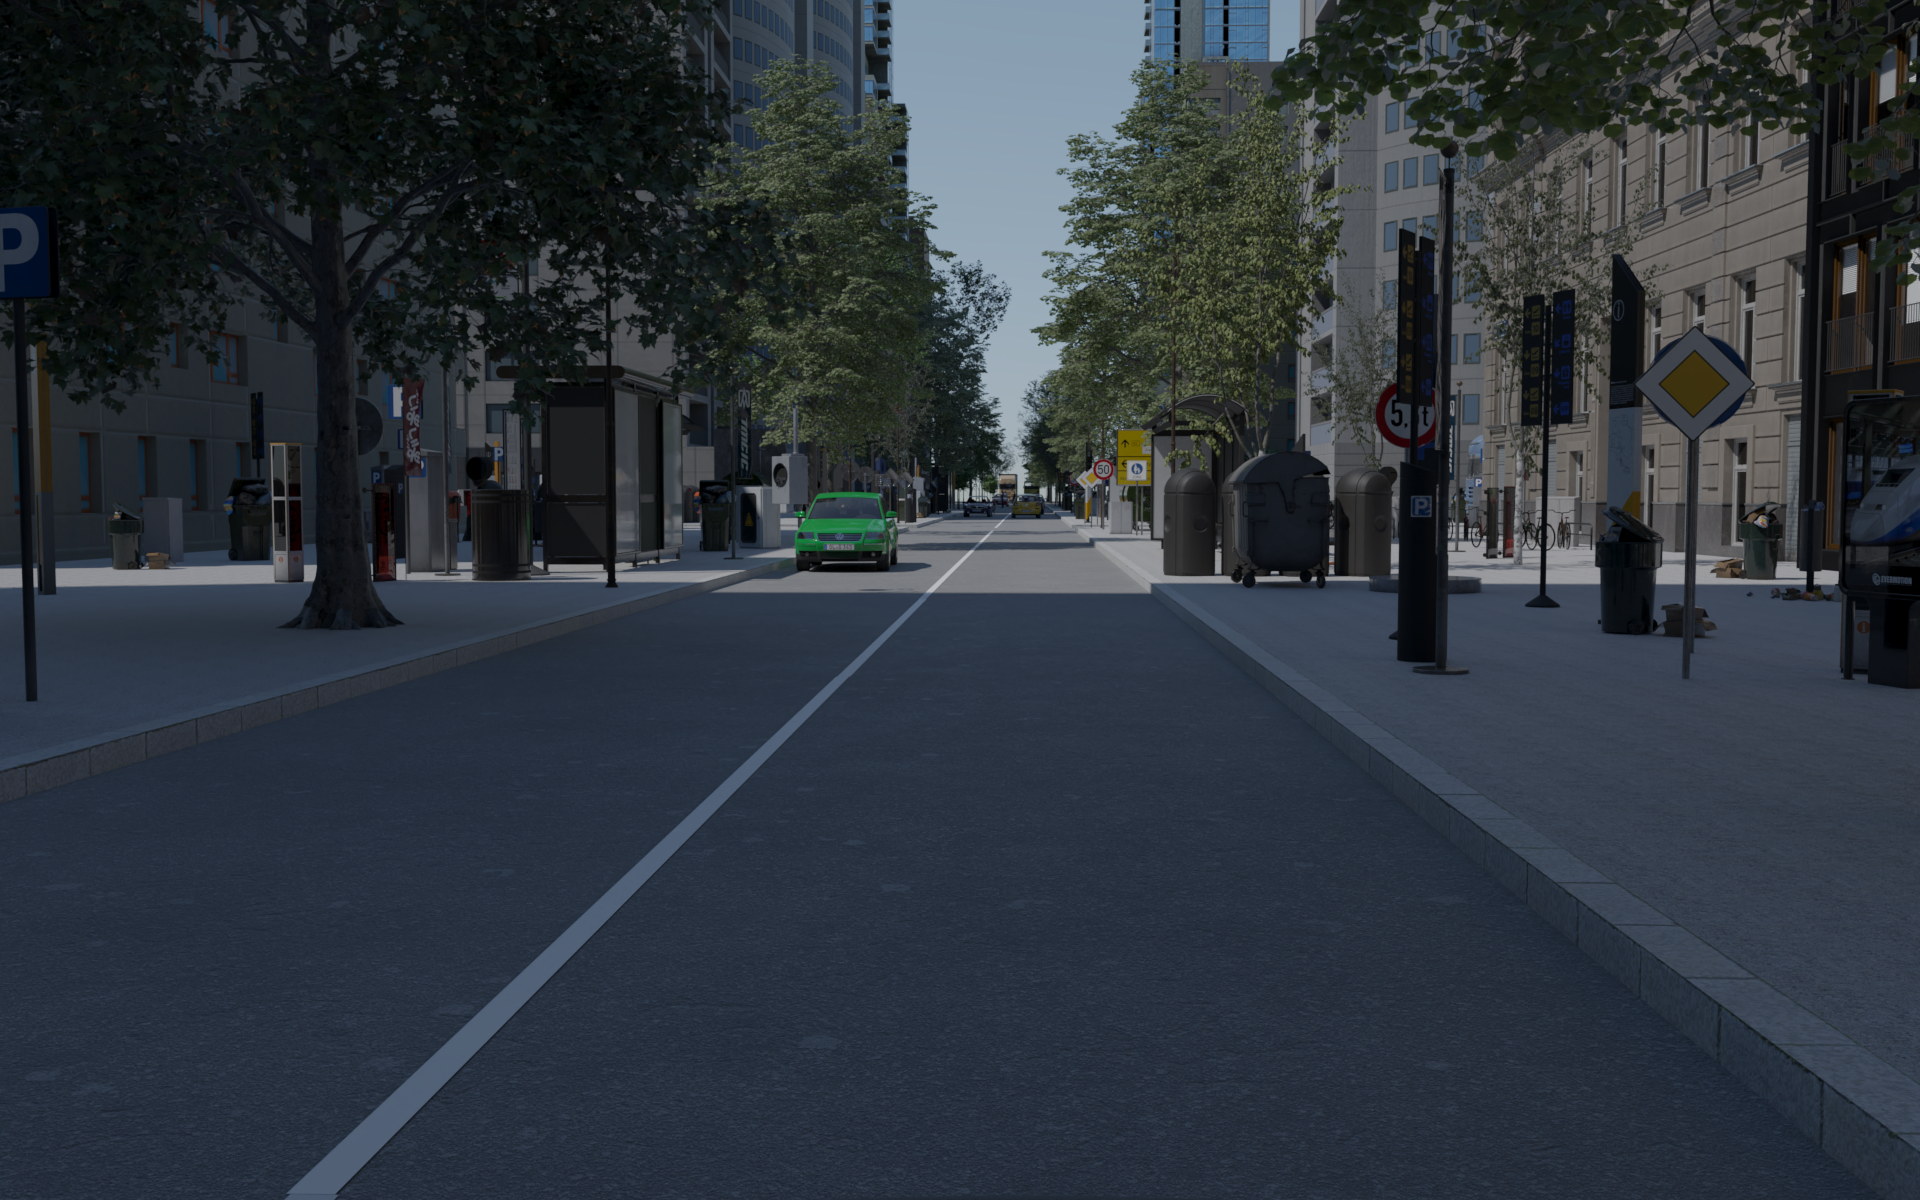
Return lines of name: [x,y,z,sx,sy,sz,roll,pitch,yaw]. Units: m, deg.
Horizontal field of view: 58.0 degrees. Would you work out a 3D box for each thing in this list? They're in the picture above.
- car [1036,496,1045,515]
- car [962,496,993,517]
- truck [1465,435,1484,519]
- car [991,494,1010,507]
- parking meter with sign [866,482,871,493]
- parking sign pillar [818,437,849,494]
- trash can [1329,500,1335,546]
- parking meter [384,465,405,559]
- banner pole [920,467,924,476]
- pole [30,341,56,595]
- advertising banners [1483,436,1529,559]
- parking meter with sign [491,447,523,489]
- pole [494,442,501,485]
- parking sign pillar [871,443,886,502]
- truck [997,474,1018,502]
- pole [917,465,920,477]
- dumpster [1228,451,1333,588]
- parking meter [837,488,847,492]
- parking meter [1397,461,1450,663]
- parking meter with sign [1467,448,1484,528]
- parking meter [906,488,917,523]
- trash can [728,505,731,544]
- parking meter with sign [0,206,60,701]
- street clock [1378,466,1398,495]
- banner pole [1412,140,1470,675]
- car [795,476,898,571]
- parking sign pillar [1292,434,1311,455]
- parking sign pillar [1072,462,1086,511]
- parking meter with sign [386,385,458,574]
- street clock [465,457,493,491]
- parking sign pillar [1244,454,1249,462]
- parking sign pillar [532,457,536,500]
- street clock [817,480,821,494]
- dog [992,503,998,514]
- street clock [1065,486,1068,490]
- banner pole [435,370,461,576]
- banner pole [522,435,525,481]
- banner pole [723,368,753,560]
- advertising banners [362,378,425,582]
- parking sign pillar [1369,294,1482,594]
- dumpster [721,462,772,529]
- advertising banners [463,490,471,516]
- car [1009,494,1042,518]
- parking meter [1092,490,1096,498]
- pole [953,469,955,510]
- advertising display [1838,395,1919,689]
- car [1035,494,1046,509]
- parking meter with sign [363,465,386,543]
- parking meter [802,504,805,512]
car: [5.059,-6.722,122.483,1.945,1.354,3.894,0,4,1]
car: [1.135,-5.870,108.554,1.945,1.354,3.894,0,4,3]
truck: [29.287,-4.870,69.381,18.799,4.110,2.967,0,4,4]
car: [4.662,-11.512,197.254,2.155,1.783,4.494,0,4,3]
parking meter with sign: [-5.728,-7.080,112.012,0.543,3.016,1.738,3,4,37]
parking sign pillar: [-5.536,-5.430,77.251,1.447,3.967,1.447,3,5,42]
trash can: [9.135,-1.935,43.293,0.748,1.137,0.748,0,3,0]
parking meter: [-11.226,-1.755,34.401,0.255,1.863,0.399,1,4,12]
banner pole: [-3.232,-9.615,147.214,0.401,3.779,0.863,2,4,27]
pole: [-11.649,-1.722,22.000,0.158,3.312,0.155,0,3,0]
advertising banners: [11.050,-2.364,34.841,0.090,3.025,2.074,3,5,42]
parking meter with sign: [-16.368,-4.105,63.370,1.738,3.016,0.543,3,4,38]
pole: [-17.991,-4.500,67.412,0.158,3.312,0.155,0,3,0]
parking sign pillar: [-4.344,-6.359,92.443,1.447,3.967,1.447,1,4,15]
truck: [6.733,-15.471,241.859,2.839,4.237,11.283,0,4,3]
pole: [-2.903,-7.847,122.135,0.158,3.312,0.155,0,3,0]
dumpster: [4.482,-1.132,24.261,1.264,1.857,1.865,0,4,2]
parking meter: [-4.570,-3.590,67.110,0.372,1.533,0.369,0,3,0]
parking meter: [3.561,-0.299,13.307,0.372,1.533,0.369,0,3,0]
parking meter with sign: [19.638,-4.225,65.341,0.543,3.016,1.738,2,4,34]
parking meter: [-2.147,-4.272,78.252,0.372,1.533,0.369,0,3,0]
trash can: [-5.933,-1.883,42.436,0.748,1.137,0.748,0,3,0]
parking meter with sign: [-5.976,-0.831,9.851,0.543,3.016,1.738,1,4,16]
street clock: [11.145,-2.485,45.204,0.471,2.002,0.358,0,4,-3]
banner pole: [3.376,-1.353,12.139,0.401,3.779,0.863,1,4,21]
car: [-2.164,-1.522,33.689,1.959,1.807,4.718,0,4,1]
parking sign pillar: [15.276,-5.470,77.901,1.447,3.967,1.447,-1,4,-16]
parking sign pillar: [8.608,-8.129,121.385,1.447,3.967,1.447,-3,5,-40]
parking meter with sign: [-8.792,-1.973,28.522,0.543,3.016,1.738,0,4,4]
street clock: [-9.291,-1.770,33.516,0.471,2.002,0.358,1,4,17]
parking sign pillar: [19.211,-7.666,113.804,1.447,3.967,1.447,1,4,12]
parking sign pillar: [-22.423,-6.136,88.789,1.447,3.967,1.447,1,4,23]
street clock: [-7.561,-5.286,90.997,0.471,2.002,0.358,-1,4,-16]
dog: [2.247,-6.459,122.443,0.513,0.831,0.800,-2,4,-30]
street clock: [9.170,-8.727,147.254,0.471,2.002,0.358,-1,4,-12]
banner pole: [-8.102,-2.286,27.391,0.401,3.779,0.863,-1,4,-8]
banner pole: [-13.833,-3.989,55.236,0.401,3.779,0.863,0,4,6]
banner pole: [-4.346,-2.703,34.205,0.401,3.779,0.863,2,4,29]
advertising banners: [-8.465,-1.783,25.333,0.090,3.025,2.074,1,4,21]
parking sign pillar: [6.149,-2.099,22.795,1.447,3.967,1.447,1,4,12]
dumpster: [-6.412,-3.012,51.736,1.502,2.255,1.985,0,4,2]
advertising banners: [-18.837,-4.310,66.664,2.074,3.025,0.090,-1,4,-17]
car: [3.935,-5.703,103.463,2.015,1.641,3.980,0,4,1]
parking meter: [9.341,-6.826,120.009,0.372,1.533,0.369,0,3,0]
pole: [-0.477,-8.940,140.008,0.158,3.312,0.155,0,3,0]
advertising display: [6.239,-0.385,11.516,0.123,1.923,0.974,-1,4,-12]
car: [7.409,-9.578,168.599,2.014,1.417,4.499,0,4,2]
parking meter with sign: [-15.163,-3.021,45.659,0.543,3.016,1.738,2,4,26]
parking meter: [-9.057,-5.694,101.501,0.372,1.533,0.369,0,3,0]
